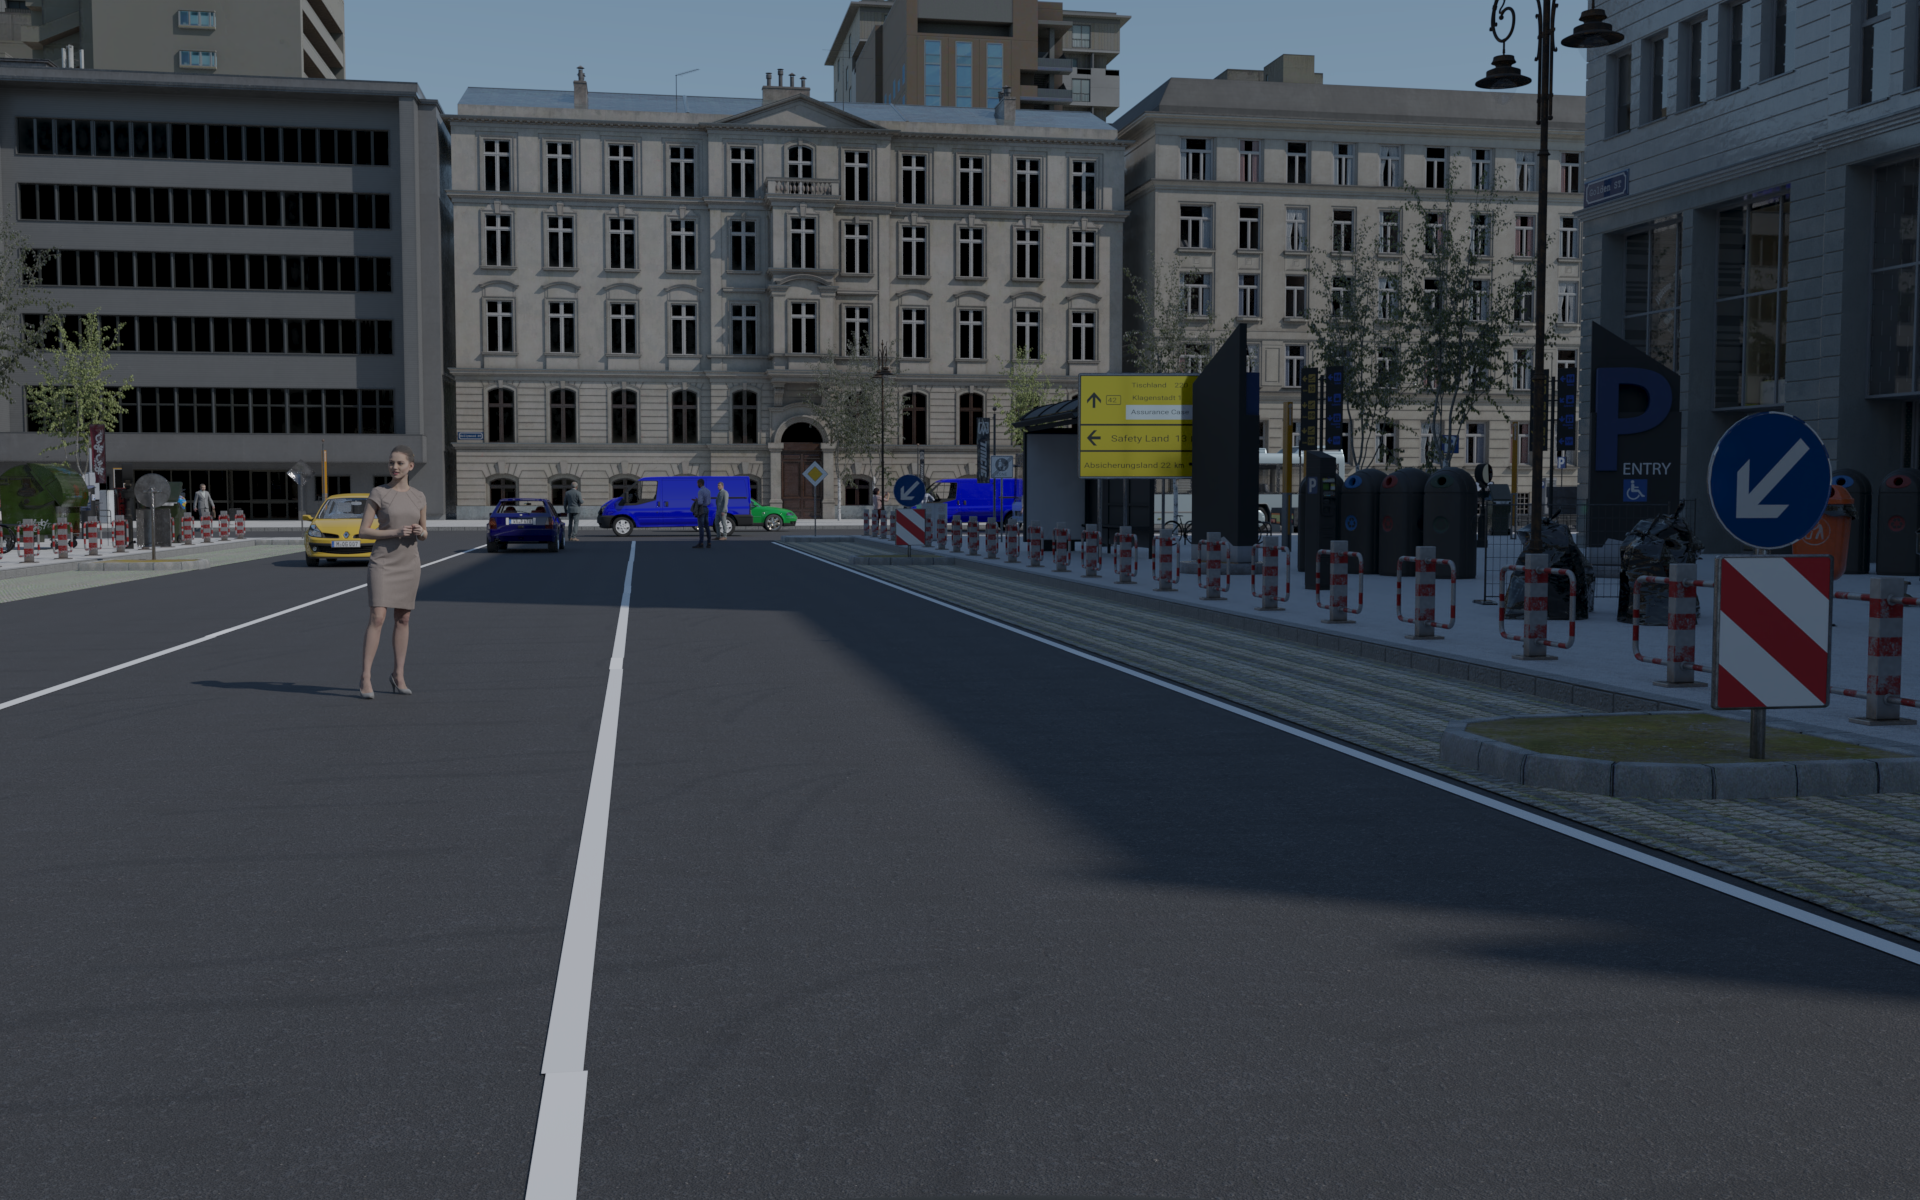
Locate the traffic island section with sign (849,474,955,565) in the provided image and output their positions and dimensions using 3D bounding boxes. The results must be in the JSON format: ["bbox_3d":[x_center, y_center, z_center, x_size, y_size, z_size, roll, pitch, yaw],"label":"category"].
[{"bbox_3d":[-1.252,-1.647,35.558,1.989,1.847,2.006,-1,4,-10],"label":"traffic island section with sign"}]

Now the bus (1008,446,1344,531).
[{"bbox_3d":[7.829,-4.332,65.687,13.247,3.499,2.948,-1,4,-10],"label":"bus"}]

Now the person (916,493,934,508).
[{"bbox_3d":[-1.318,-3.169,61.041,0.841,1.734,0.376,0,4,3],"label":"person"}]

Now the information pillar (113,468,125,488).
[{"bbox_3d":[-23.809,-2.733,49.183,0.304,2.012,0.304,0,4,-7],"label":"information pillar"}]

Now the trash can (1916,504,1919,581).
[{"bbox_3d":[13.790,-0.770,24.238,0.748,1.137,0.748,0,3,0],"label":"trash can"}]

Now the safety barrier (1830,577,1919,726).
[{"bbox_3d":[5.159,0.282,9.660,0.300,0.817,1.120,-1,4,-10],"label":"safety barrier"}]

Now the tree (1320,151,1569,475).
[{"bbox_3d":[10.965,-5.378,38.298,4.360,8.622,3.978,0,3,0],"label":"tree"}]

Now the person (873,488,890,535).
[{"bbox_3d":[-2.635,-2.930,57.860,0.566,1.644,0.517,0,4,-3],"label":"person"}]

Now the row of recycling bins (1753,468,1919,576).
[{"bbox_3d":[14.556,-1.256,27.653,3.534,1.692,1.069,3,4,37],"label":"row of recycling bins"}]

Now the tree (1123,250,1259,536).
[{"bbox_3d":[6.630,-6.225,52.146,4.360,8.622,3.978,0,3,0],"label":"tree"}]

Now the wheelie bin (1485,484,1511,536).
[{"bbox_3d":[16.612,-2.794,53.585,0.980,1.594,0.693,0,4,-7],"label":"wheelie bin"}]

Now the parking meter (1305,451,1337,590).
[{"bbox_3d":[4.830,-1.069,23.194,0.255,1.863,0.399,-1,4,-23],"label":"parking meter"}]

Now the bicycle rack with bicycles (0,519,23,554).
[{"bbox_3d":[-21.552,-1.478,37.542,2.925,0.926,2.852,1,4,19],"label":"bicycle rack with bicycles"}]

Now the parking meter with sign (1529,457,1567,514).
[{"bbox_3d":[27.397,-5.170,80.795,1.738,3.016,0.543,-1,4,-21],"label":"parking meter with sign"}]

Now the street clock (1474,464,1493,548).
[{"bbox_3d":[12.505,-2.253,41.406,0.471,2.002,0.358,-3,5,-43],"label":"street clock"}]

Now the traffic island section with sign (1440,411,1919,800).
[{"bbox_3d":[3.641,-0.026,9.049,1.989,1.847,2.006,-1,4,-10],"label":"traffic island section with sign"}]

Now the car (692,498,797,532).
[{"bbox_3d":[-8.614,-3.527,66.470,4.718,1.807,1.959,-1,4,-11],"label":"car"}]

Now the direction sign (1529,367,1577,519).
[{"bbox_3d":[10.707,-2.407,31.346,0.379,3.537,0.876,-3,5,-43],"label":"direction sign"}]

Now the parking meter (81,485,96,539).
[{"bbox_3d":[-24.744,-2.492,49.163,0.372,1.533,0.369,0,3,0],"label":"parking meter"}]

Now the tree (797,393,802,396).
[{"bbox_3d":[-5.541,-8.091,82.651,4.360,8.622,3.978,0,3,0],"label":"tree"}]

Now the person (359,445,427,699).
[{"bbox_3d":[-4.026,-0.214,12.333,0.599,1.781,0.374,-3,5,-43],"label":"person"}]

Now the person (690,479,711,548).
[{"bbox_3d":[-6.917,-2.294,45.875,0.599,1.838,0.709,1,4,21],"label":"person"}]

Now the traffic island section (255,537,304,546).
[{"bbox_3d":[-18.905,-1.680,49.746,2.009,0.180,2.903,-1,4,-10],"label":"traffic island section"}]

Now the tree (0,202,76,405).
[{"bbox_3d":[-24.366,-5.667,43.016,4.360,8.622,3.978,0,3,0],"label":"tree"}]

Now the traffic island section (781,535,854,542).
[{"bbox_3d":[-4.357,-1.843,52.417,2.009,0.180,2.903,-1,4,-10],"label":"traffic island section"}]

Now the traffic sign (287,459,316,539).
[{"bbox_3d":[-18.883,-2.816,49.688,0.795,2.450,0.064,-1,4,-10],"label":"traffic sign"}]

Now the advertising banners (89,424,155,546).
[{"bbox_3d":[-20.728,-2.853,42.838,2.074,3.025,0.090,1,4,22],"label":"advertising banners"}]

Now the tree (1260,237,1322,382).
[{"bbox_3d":[10.710,-5.837,45.796,4.360,8.622,3.978,0,3,0],"label":"tree"}]

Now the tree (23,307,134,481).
[{"bbox_3d":[-34.757,-7.219,68.391,4.737,8.622,4.395,0,3,0],"label":"tree"}]

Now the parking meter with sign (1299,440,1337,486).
[{"bbox_3d":[11.783,-3.637,55.718,1.738,3.016,0.543,1,4,15],"label":"parking meter with sign"}]

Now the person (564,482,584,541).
[{"bbox_3d":[-11.808,-2.718,53.123,0.661,1.801,0.590,1,4,14],"label":"person"}]

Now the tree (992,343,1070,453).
[{"bbox_3d":[3.461,-8.198,84.393,4.737,8.622,4.395,0,3,0],"label":"tree"}]

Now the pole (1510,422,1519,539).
[{"bbox_3d":[15.663,-3.368,48.907,0.158,3.312,0.155,0,3,0],"label":"pole"}]

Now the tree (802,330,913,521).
[{"bbox_3d":[-3.941,-7.747,77.031,4.360,8.622,3.978,0,3,0],"label":"tree"}]

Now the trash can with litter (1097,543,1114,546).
[{"bbox_3d":[3.435,-1.899,42.440,0.624,1.170,1.055,1,4,18],"label":"trash can with litter"}]

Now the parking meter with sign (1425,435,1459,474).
[{"bbox_3d":[14.290,-3.403,51.892,0.543,3.016,1.738,-1,4,-9],"label":"parking meter with sign"}]

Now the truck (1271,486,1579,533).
[{"bbox_3d":[20.792,-4.514,63.560,18.799,4.110,2.967,-1,4,-9],"label":"truck"}]

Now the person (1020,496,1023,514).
[{"bbox_3d":[2.499,-3.149,60.664,0.598,1.740,0.731,2,4,27],"label":"person"}]

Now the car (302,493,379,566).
[{"bbox_3d":[-12.377,-1.555,35.643,2.015,1.641,3.980,-1,4,-12],"label":"car"}]

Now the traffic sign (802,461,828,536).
[{"bbox_3d":[-4.379,-2.978,52.336,0.795,2.450,0.064,-1,4,-10],"label":"traffic sign"}]

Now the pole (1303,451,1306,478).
[{"bbox_3d":[10.238,-3.503,51.120,0.158,3.312,0.155,0,3,0],"label":"pole"}]

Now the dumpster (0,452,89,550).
[{"bbox_3d":[-21.370,-2.312,40.301,1.502,2.255,1.985,-1,4,-10],"label":"dumpster"}]

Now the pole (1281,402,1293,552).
[{"bbox_3d":[7.240,-2.720,38.313,0.158,3.312,0.155,0,3,0],"label":"pole"}]

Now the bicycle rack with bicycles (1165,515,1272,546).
[{"bbox_3d":[6.437,-1.806,42.914,2.925,0.926,2.852,0,4,-3],"label":"bicycle rack with bicycles"}]

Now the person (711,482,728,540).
[{"bbox_3d":[-7.425,-2.772,53.922,0.391,1.810,0.635,-3,5,-41],"label":"person"}]

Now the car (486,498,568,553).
[{"bbox_3d":[-10.940,-1.908,43.770,1.945,1.354,3.894,-1,4,-10],"label":"car"}]

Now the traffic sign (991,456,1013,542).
[{"bbox_3d":[1.106,-2.681,45.969,0.606,2.300,0.079,0,4,-6],"label":"traffic sign"}]

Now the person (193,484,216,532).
[{"bbox_3d":[-28.738,-3.500,65.845,0.853,1.813,0.709,3,5,41],"label":"person"}]

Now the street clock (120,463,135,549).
[{"bbox_3d":[-19.402,-2.192,40.402,0.358,2.002,0.471,-2,4,-27],"label":"street clock"}]

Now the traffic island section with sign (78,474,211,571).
[{"bbox_3d":[-15.499,-1.495,33.069,1.989,1.847,2.006,-1,4,-10],"label":"traffic island section with sign"}]

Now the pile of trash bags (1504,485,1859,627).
[{"bbox_3d":[7.196,-0.476,17.543,3.447,1.369,1.912,3,5,40],"label":"pile of trash bags"}]

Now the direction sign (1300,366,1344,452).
[{"bbox_3d":[6.444,-2.380,30.918,0.379,3.537,0.876,-3,5,-44],"label":"direction sign"}]

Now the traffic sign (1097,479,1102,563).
[{"bbox_3d":[2.604,-1.964,32.225,0.768,2.556,0.104,0,4,-6],"label":"traffic sign"}]

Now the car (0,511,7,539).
[{"bbox_3d":[-30.384,-2.453,52.462,4.827,1.381,2.083,-1,4,-11],"label":"car"}]

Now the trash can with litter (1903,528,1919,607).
[{"bbox_3d":[10.861,-0.502,19.595,1.055,1.170,0.624,3,5,40],"label":"trash can with litter"}]

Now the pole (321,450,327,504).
[{"bbox_3d":[-29.646,-5.319,80.801,0.158,3.312,0.155,0,3,0],"label":"pole"}]

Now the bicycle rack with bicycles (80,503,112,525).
[{"bbox_3d":[-36.986,-3.631,72.743,2.852,0.926,2.925,-3,5,-42],"label":"bicycle rack with bicycles"}]

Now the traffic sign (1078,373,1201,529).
[{"bbox_3d":[3.111,-2.160,29.187,2.265,3.308,0.079,0,4,-1],"label":"traffic sign"}]

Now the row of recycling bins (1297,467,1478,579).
[{"bbox_3d":[6.761,-1.251,27.562,1.069,1.692,3.534,-2,4,-33],"label":"row of recycling bins"}]
